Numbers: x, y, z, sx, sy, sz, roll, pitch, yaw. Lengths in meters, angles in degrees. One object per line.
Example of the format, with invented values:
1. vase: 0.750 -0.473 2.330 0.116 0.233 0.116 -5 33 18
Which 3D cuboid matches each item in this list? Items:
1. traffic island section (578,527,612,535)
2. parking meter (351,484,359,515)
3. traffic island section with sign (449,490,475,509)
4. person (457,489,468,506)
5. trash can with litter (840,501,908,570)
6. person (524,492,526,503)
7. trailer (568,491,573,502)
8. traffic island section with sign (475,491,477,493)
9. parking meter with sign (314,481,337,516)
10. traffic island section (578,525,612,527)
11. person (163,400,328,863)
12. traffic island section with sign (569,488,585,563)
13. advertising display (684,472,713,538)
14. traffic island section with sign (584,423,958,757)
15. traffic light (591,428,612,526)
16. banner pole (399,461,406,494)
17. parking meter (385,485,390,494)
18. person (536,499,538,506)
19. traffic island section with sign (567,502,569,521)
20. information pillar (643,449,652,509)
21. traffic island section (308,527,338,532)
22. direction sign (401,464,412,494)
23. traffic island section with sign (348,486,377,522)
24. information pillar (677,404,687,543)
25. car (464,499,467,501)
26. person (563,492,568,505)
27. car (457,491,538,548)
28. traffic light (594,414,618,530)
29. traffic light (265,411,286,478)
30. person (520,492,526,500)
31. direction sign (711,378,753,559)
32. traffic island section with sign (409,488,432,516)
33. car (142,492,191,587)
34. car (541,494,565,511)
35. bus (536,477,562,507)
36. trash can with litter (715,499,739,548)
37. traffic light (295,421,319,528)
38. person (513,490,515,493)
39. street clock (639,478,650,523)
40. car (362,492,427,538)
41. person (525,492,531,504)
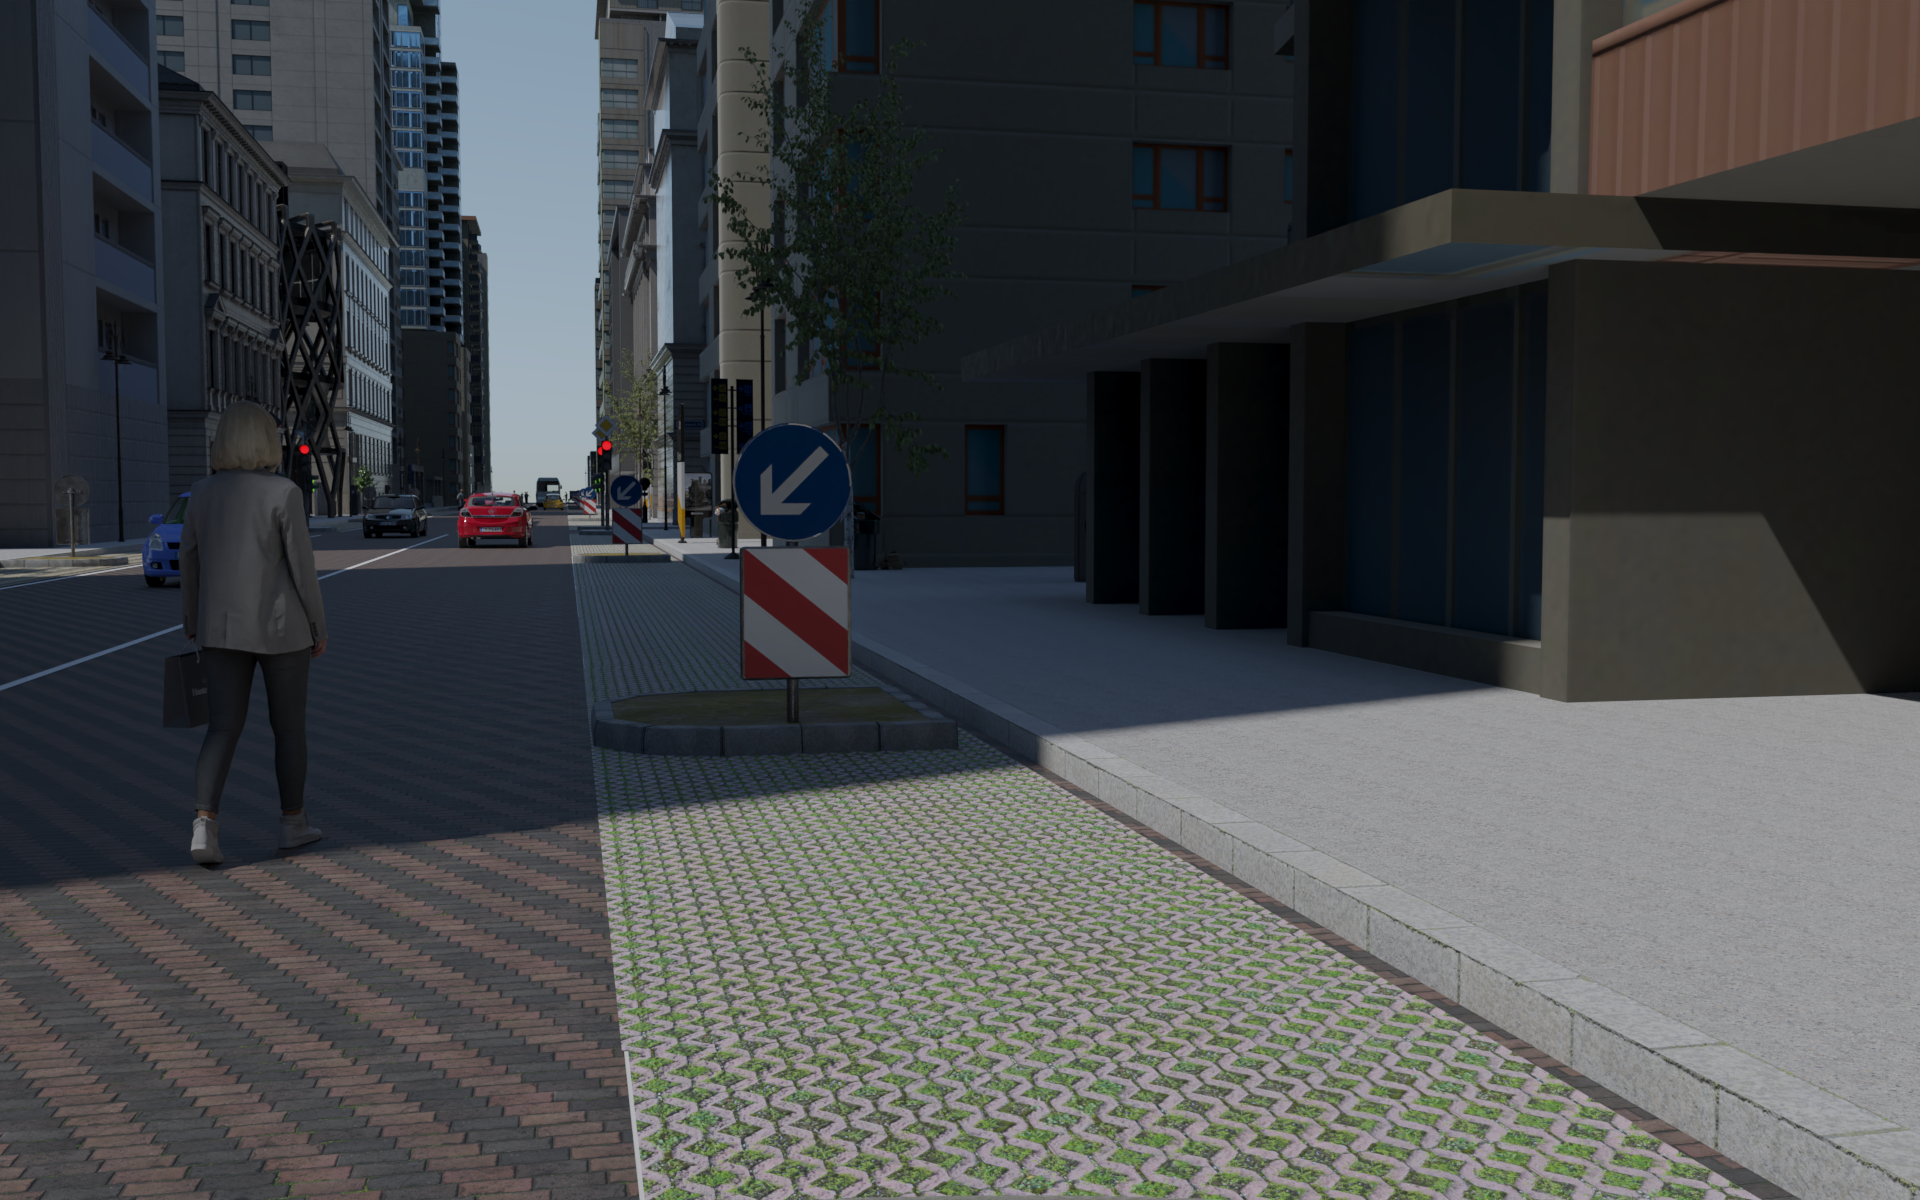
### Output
1. traffic island section: -12.410 -2.374 61.100 2.009 0.180 2.903 -1 4 -13
2. parking meter: -36.274 -6.000 103.813 0.399 1.863 0.255 1 4 15
3. traffic island section with sign: -47.287 -9.503 163.995 1.989 1.847 2.006 -1 4 -13
4. person: -41.351 -8.271 143.806 0.705 1.814 1.350 2 4 25
5. trash can with litter: -1.455 -1.099 29.349 1.055 1.170 0.624 -2 4 -27
6. person: -67.057 -15.810 267.128 0.705 1.807 1.348 -2 4 -32
7. trailer: -65.257 -17.407 291.658 1.471 1.999 3.904 -1 4 -12
8. traffic island section with sign: -53.265 -11.110 190.282 1.989 1.847 2.006 -1 4 -13
9. parking meter with sign: -38.136 -6.554 103.413 0.543 3.016 1.738 3 4 39
10. traffic island section: -14.183 -2.851 68.887 2.009 0.180 2.903 -1 4 -13
11. person: -2.882 0.112 6.857 0.709 1.800 0.728 0 4 8
12. traffic island section with sign: -7.190 -1.714 36.660 1.989 1.847 2.006 -1 4 -13
13. advertising display: -7.756 -2.795 50.905 0.974 1.923 0.123 -1 4 -23
14. traffic island section with sign: -1.199 -0.107 10.376 1.989 1.847 2.006 -1 4 -13
15. traffic light: -14.225 -4.883 68.764 0.839 4.253 0.868 -1 4 -13
16. banner pole: -41.540 -8.517 129.267 0.401 3.779 0.863 1 4 23
17. parking meter: -36.811 -6.465 111.413 0.255 1.863 0.399 0 4 3
18. person: -51.584 -12.407 211.296 0.705 1.831 1.348 -2 4 -27
19. traffic island section with sign: -19.598 -5.047 91.144 1.989 1.847 2.006 -1 4 -13
20. information pillar: -16.055 -5.967 88.920 0.504 3.616 0.183 1 4 18
21. traffic island section: -25.049 -2.700 66.426 2.009 0.180 2.903 -1 4 -13
22. direction sign: -42.199 -8.575 132.191 0.379 3.537 0.876 3 5 39
23. traffic island section with sign: -30.028 -4.869 88.235 1.989 1.847 2.006 -1 4 -13
24. information pillar: -7.277 -3.293 45.193 0.183 3.616 0.504 -1 4 -21
25. car: -30.711 -6.245 111.142 2.155 1.783 4.494 -1 4 -13
26. person: -52.775 -13.622 231.672 0.568 1.767 0.683 0 4 -5
27. car: -12.695 -2.348 47.438 2.155 1.783 4.494 -1 4 -11
28. traffic light: -12.452 -4.407 60.977 0.839 4.253 0.868 -1 4 -13
29. traffic light: -23.234 -4.256 58.514 0.839 4.253 0.868 -1 4 -13
30. person: -63.703 -14.843 251.904 1.217 1.735 0.721 0 4 -6
31. direction sign: -4.474 -2.574 34.083 0.876 3.537 0.379 -2 4 -29
32. traffic island section with sign: -36.018 -6.477 114.527 1.989 1.847 2.006 -1 4 -13
33. car: -11.994 -1.130 28.075 1.945 1.707 3.694 -1 4 -11
34. car: -35.437 -8.603 150.879 2.015 1.641 3.980 -1 4 -14
35. bus: -46.748 -12.356 196.884 2.948 3.499 13.247 -1 4 -13
36. trash can with litter: -5.604 -1.818 41.116 0.624 1.170 1.055 -1 4 -20
37. traffic light: -25.007 -4.733 66.301 0.839 4.253 0.868 -1 4 -13
38. person: -46.165 -10.461 179.469 1.348 1.831 0.705 0 4 -3
39. street clock: -13.939 -4.405 76.592 0.358 2.002 0.471 3 5 42
40. car: -18.898 -2.948 57.985 2.009 1.686 4.222 -1 4 -11
41. person: -64.486 -15.262 258.026 0.705 1.826 1.348 2 4 24
